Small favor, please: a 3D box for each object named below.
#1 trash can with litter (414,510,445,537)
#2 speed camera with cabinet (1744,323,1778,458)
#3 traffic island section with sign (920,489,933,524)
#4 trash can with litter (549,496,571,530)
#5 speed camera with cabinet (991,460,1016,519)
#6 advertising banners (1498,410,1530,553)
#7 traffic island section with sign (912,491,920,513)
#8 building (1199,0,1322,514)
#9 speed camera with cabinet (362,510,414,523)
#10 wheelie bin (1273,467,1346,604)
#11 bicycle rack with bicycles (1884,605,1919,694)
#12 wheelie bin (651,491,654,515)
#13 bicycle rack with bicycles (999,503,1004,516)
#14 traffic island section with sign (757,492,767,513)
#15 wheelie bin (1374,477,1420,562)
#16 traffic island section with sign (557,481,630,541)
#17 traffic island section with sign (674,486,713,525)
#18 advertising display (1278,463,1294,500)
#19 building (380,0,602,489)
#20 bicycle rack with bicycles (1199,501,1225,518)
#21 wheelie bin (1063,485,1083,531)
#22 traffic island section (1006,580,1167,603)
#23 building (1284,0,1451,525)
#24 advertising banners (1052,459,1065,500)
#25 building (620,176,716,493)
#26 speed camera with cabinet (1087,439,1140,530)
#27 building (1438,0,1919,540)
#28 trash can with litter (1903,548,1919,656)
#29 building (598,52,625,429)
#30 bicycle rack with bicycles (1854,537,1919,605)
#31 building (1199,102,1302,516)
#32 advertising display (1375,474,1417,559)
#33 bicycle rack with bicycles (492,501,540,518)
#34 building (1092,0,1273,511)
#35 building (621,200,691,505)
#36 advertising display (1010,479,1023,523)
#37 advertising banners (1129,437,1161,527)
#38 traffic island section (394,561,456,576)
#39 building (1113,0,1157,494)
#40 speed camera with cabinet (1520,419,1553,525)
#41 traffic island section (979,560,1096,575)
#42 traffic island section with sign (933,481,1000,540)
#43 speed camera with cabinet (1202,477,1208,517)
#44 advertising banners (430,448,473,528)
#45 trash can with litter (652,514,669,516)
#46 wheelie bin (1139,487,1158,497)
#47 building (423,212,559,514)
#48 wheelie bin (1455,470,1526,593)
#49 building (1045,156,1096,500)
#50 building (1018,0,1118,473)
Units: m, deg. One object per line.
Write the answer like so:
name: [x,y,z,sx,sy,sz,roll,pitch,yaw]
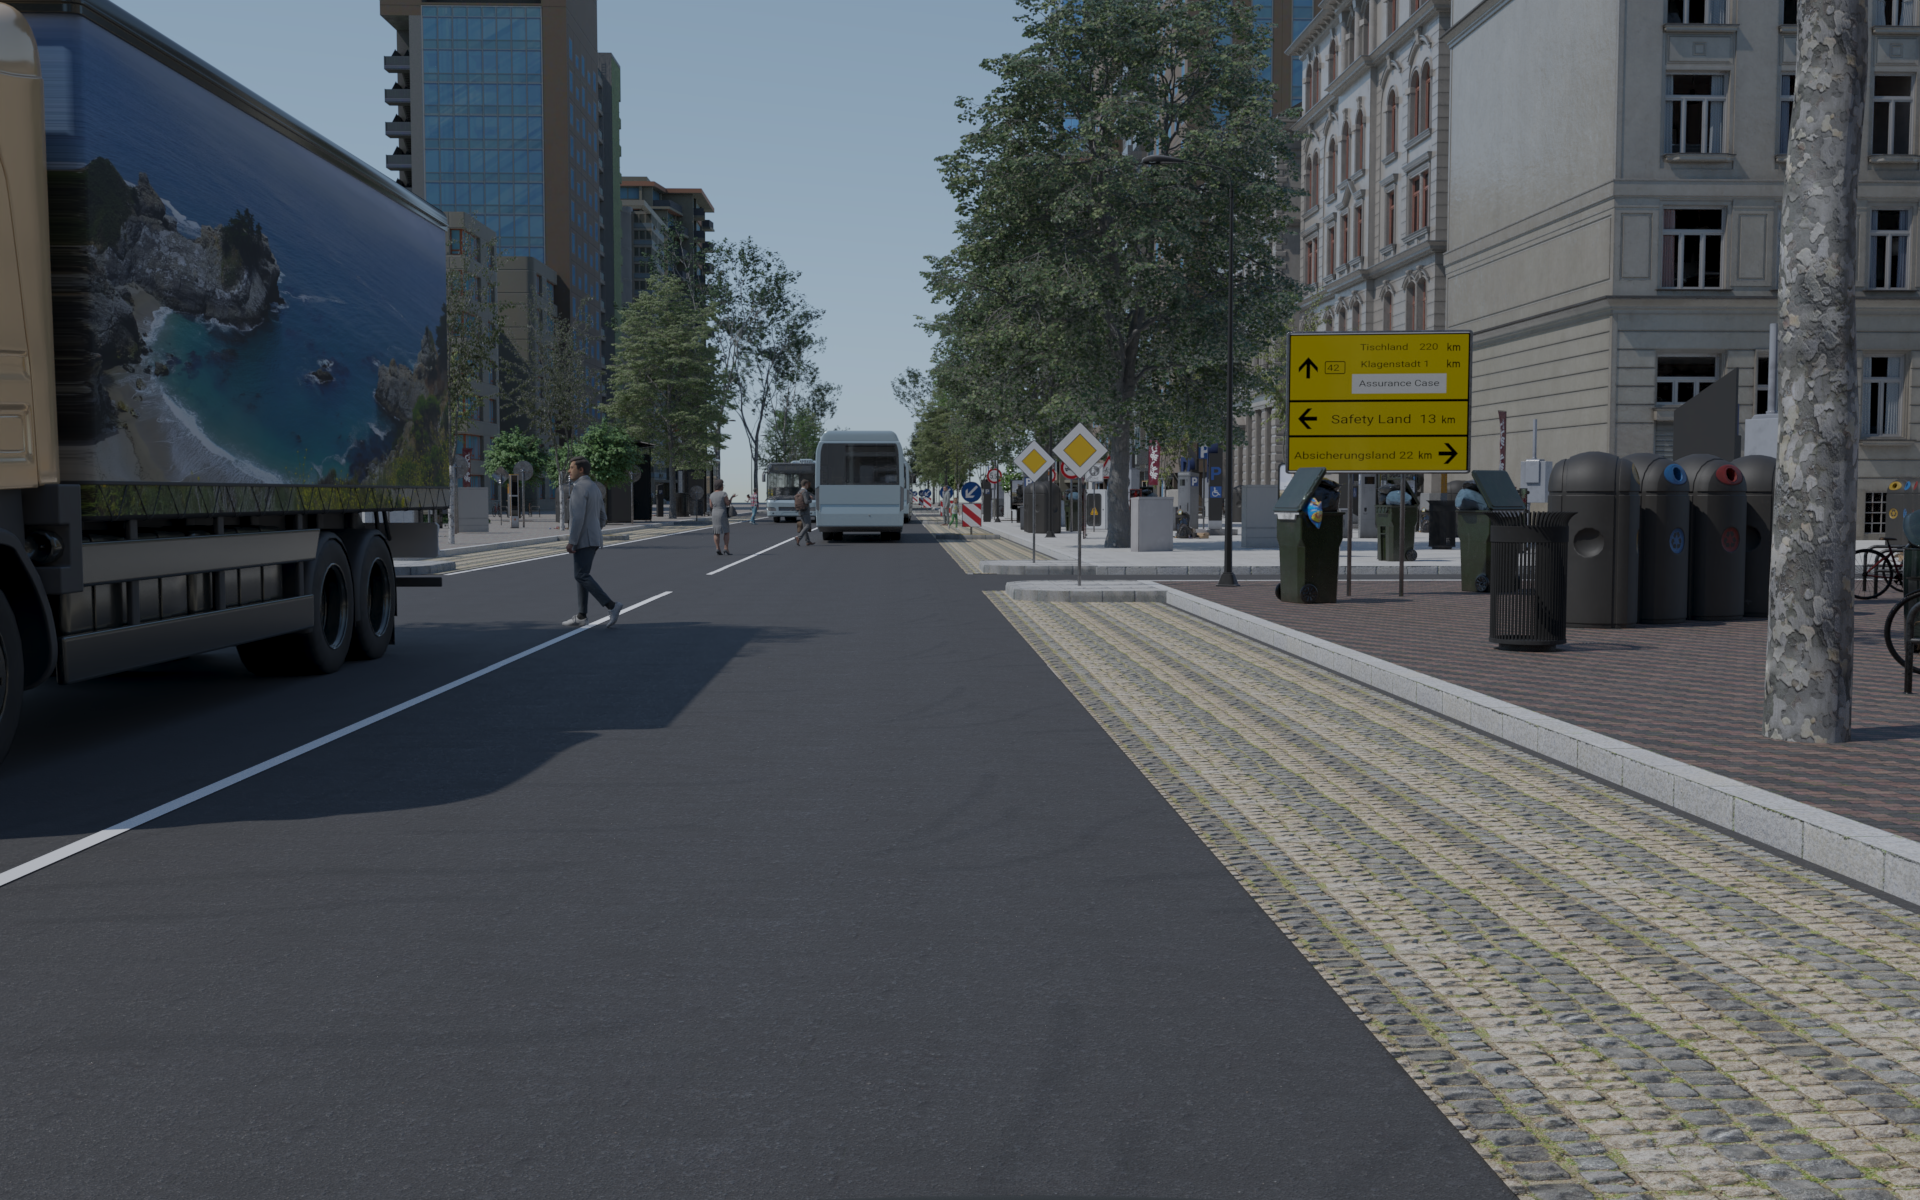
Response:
trash can with litter: [-16.392,-2.542,52.625,1.678,1.210,2.233,-2,4,-23]
speed camera with cabinet: [8.890,-1.553,19.735,2.038,3.252,0.660,-2,4,-23]
traffic island section with sign: [-0.767,-4.489,82.017,1.989,1.847,2.006,0,4,-2]
trash can with litter: [-14.242,-3.197,63.322,1.678,1.210,2.233,-2,4,-30]
speed camera with cabinet: [2.402,-5.792,89.042,2.038,3.252,0.660,3,4,39]
advertising banners: [11.798,-2.494,36.969,0.090,3.025,2.074,3,4,36]
traffic island section with sign: [-2.617,-7.542,131.943,1.989,1.847,2.006,0,4,-2]
building: [21.115,-28.614,117.952,14.600,45.320,14.200,0,4,-2]
speed camera with cabinet: [-13.188,-2.690,38.324,2.038,3.252,0.660,-3,5,-41]
wheelie bin: [4.141,-0.772,20.524,0.693,1.594,0.980,-1,4,-18]
bicycle rack with bicycles: [7.336,0.141,11.077,2.852,0.926,2.925,-2,4,-33]
wheelie bin: [-16.193,-4.976,89.268,0.980,1.594,0.693,-3,4,-38]
bicycle rack with bicycles: [3.383,-5.377,101.288,2.925,0.926,2.852,0,4,-8]
traffic island section with sign: [-14.107,-7.393,129.507,1.989,1.847,2.006,0,4,-2]
wheelie bin: [8.341,-1.540,33.091,0.693,1.594,0.980,-1,4,-16]
traffic island section with sign: [-11.315,-2.753,53.636,1.989,1.847,2.006,0,4,-2]
traffic island section with sign: [-12.325,-4.439,81.202,1.989,1.847,2.006,0,4,-2]
advertising display: [6.950,-1.847,35.407,0.974,1.923,0.123,3,5,40]
building: [-37.525,-30.042,141.305,14.600,45.320,14.200,0,4,-2]
bicycle rack with bicycles: [13.855,-4.924,93.894,2.852,0.926,2.925,0,4,-6]
wheelie bin: [3.969,-3.176,59.844,0.693,1.594,0.980,-1,4,-19]
traffic island section: [1.689,-0.119,24.227,2.009,0.180,2.903,0,4,-2]
building: [23.643,-17.675,76.379,14.401,28.519,23.554,0,4,-2]
advertising banners: [4.904,-5.521,86.454,0.090,3.025,2.074,1,4,23]
building: [-45.877,-35.868,241.060,22.147,44.769,28.867,0,4,-2]
speed camera with cabinet: [5.447,-4.153,62.239,2.038,3.252,0.660,3,5,39]
building: [31.766,-13.547,54.778,30.059,22.955,16.112,0,4,-2]
trash can with litter: [7.869,-0.145,13.766,0.624,1.170,1.055,1,4,20]
building: [-38.394,-28.864,155.524,14.154,41.232,14.086,0,4,-2]
bicycle rack with bicycles: [12.465,-0.494,21.459,2.925,0.926,2.852,2,4,25]
building: [20.642,-16.469,98.147,11.050,23.489,19.941,0,4,-2]
advertising display: [8.610,-1.774,34.212,0.974,1.923,0.123,-2,4,-29]
bicycle rack with bicycles: [-24.376,-5.022,95.494,2.852,0.926,2.925,-2,4,-27]
building: [20.115,-31.342,162.555,14.600,45.320,14.200,0,4,-2]
building: [-49.678,-31.969,214.575,32.217,40.220,23.993,0,4,-2]
advertising display: [2.679,-4.370,76.661,0.974,1.923,0.123,-2,4,-26]
advertising banners: [5.385,-3.487,53.203,0.090,3.025,2.074,-3,5,-44]
traffic island section: [-10.489,-0.581,31.775,2.009,0.180,2.903,0,4,-2]
building: [24.371,-31.844,140.259,23.786,49.044,30.456,0,4,-2]
speed camera with cabinet: [15.825,-3.129,45.493,2.038,3.252,0.660,3,4,38]
traffic island section: [1.395,-0.607,32.207,2.009,0.180,2.903,0,4,-2]
traffic island section with sign: [0.226,-2.839,55.048,1.989,1.847,2.006,0,4,-2]
speed camera with cabinet: [13.962,-6.293,97.221,0.660,3.252,2.038,1,4,13]
advertising banners: [-19.047,-4.207,64.968,0.090,3.025,2.074,2,4,33]
trash can with litter: [-18.029,-5.494,100.890,2.233,1.210,1.678,-1,4,-19]
wheelie bin: [7.779,-3.946,72.432,0.980,1.594,0.693,0,4,5]
building: [-44.634,-16.829,120.198,27.650,21.520,28.899,0,4,-2]
wheelie bin: [6.934,-0.910,22.791,0.980,1.594,0.693,-2,4,-30]
building: [21.623,-34.655,221.238,22.147,44.769,28.867,0,4,-2]
building: [20.703,-57.319,249.828,22.319,86.520,31.000,0,4,-2]
